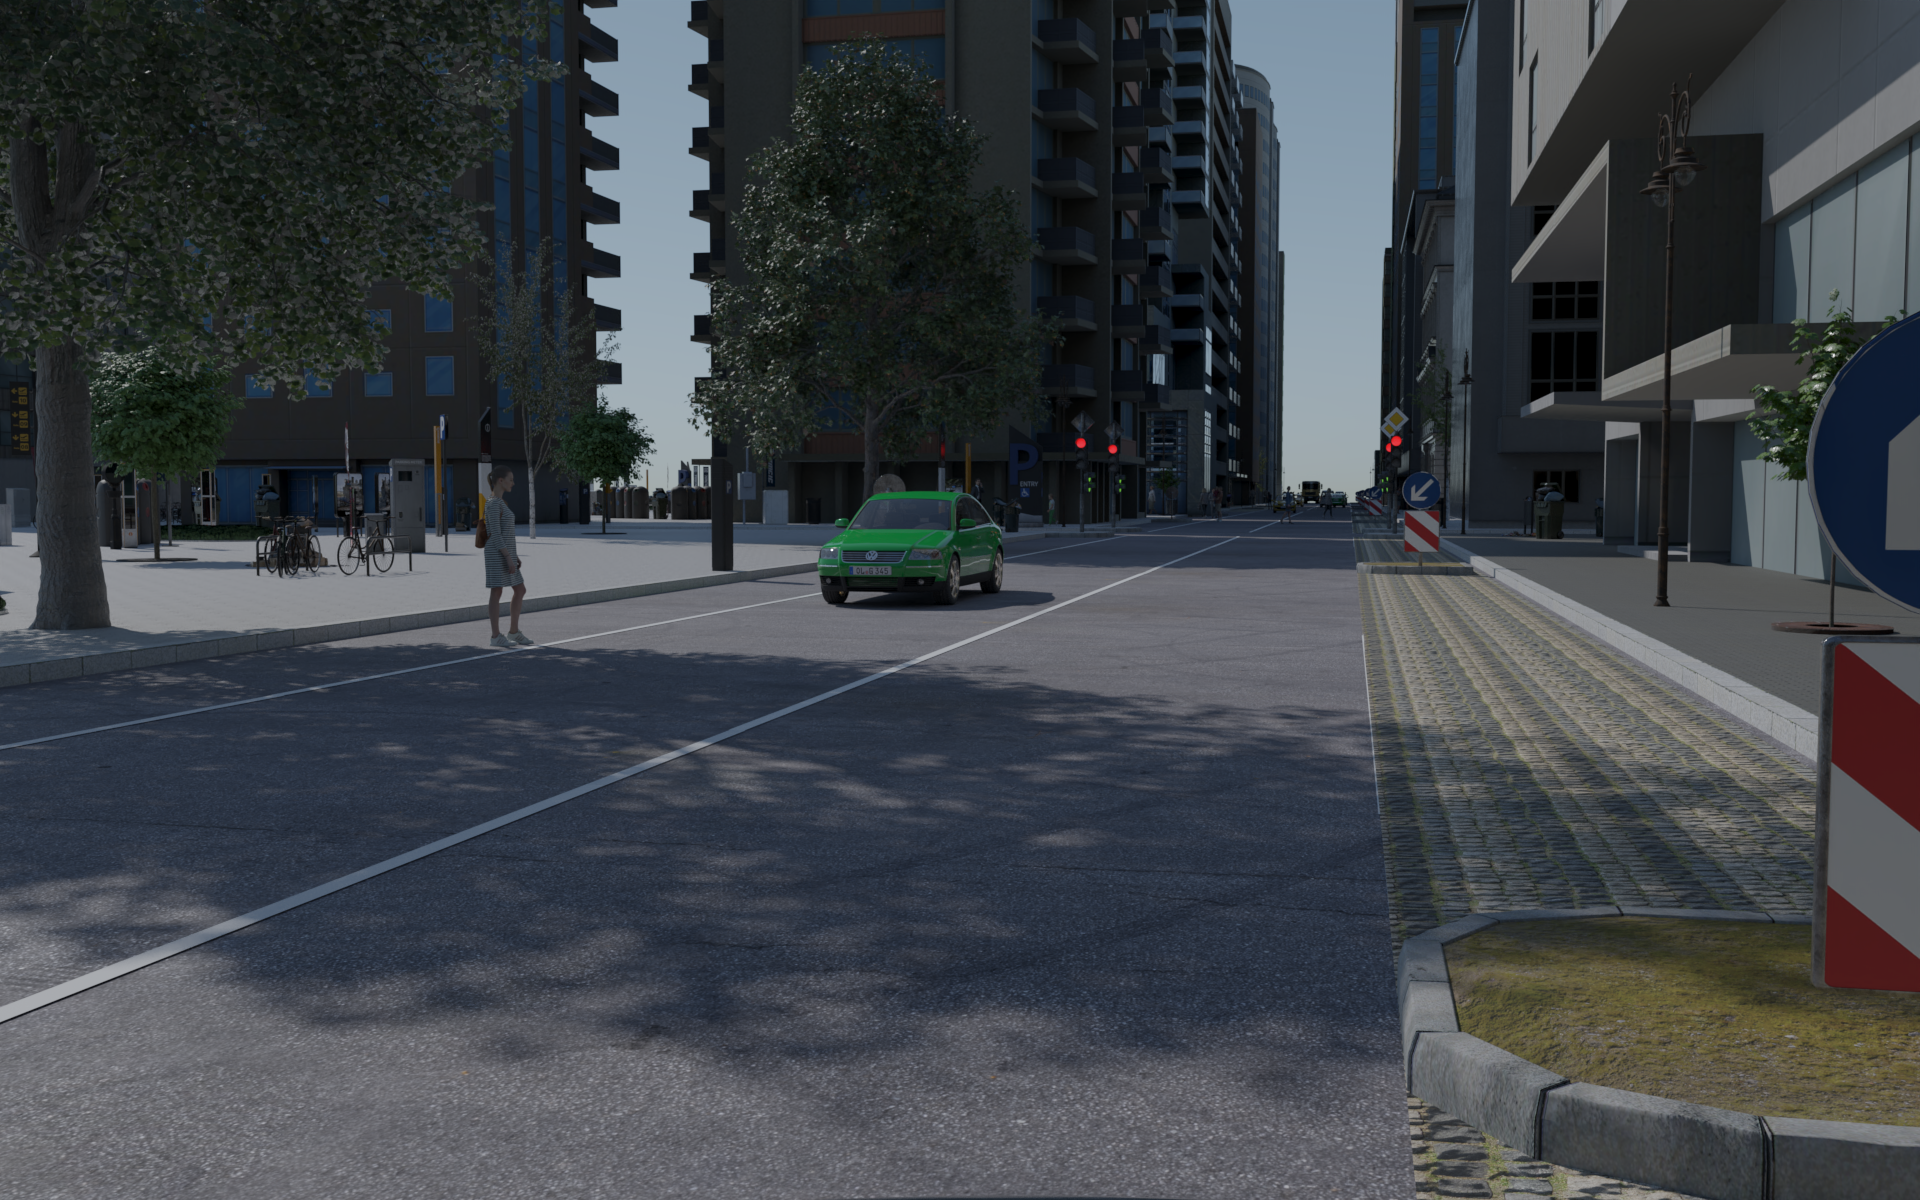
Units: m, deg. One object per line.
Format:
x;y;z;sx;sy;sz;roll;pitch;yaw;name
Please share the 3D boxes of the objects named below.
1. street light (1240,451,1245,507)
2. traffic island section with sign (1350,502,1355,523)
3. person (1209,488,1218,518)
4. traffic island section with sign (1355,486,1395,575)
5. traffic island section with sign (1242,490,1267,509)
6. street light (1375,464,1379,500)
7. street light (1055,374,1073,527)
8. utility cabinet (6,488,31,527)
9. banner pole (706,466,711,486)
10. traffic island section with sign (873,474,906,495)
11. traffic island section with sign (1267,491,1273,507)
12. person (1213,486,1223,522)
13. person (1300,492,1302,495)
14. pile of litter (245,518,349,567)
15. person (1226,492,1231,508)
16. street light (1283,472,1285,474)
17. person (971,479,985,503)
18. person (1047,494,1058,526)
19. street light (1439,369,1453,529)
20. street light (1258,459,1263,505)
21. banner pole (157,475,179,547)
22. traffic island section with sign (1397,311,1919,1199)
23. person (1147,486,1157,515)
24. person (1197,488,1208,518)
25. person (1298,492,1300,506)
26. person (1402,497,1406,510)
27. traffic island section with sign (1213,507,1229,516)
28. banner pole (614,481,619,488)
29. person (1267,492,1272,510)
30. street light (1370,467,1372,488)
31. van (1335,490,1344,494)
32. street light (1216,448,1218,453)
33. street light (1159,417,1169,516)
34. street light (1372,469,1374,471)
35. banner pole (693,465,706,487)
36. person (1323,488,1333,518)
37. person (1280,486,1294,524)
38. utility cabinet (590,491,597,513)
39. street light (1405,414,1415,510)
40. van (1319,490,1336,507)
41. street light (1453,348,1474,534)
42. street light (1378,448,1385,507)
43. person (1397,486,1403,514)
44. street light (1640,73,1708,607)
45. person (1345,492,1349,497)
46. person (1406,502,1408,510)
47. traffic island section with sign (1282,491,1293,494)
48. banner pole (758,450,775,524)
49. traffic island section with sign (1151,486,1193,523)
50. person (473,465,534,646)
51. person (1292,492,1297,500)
28.747;-12.469;176.651;0.468;5.910;1.993;1;4;13;street light
20.338;-4.689;85.288;1.989;1.847;2.006;1;4;13;traffic island section with sign
15.113;-5.765;102.957;0.606;1.804;0.583;-1;4;-19;person
8.238;-1.396;31.453;1.989;1.847;2.006;1;4;13;traffic island section with sign
27.485;-9.407;162.429;1.989;1.847;2.006;1;4;13;traffic island section with sign
50.951;-14.539;210.495;0.468;5.910;1.993;1;4;13;street light
4.024;-5.762;66.995;0.468;5.910;1.993;1;4;13;street light
-36.139;-3.536;66.499;0.318;1.500;1.173;0;4;-1;utility cabinet
-20.059;-9.046;137.923;0.863;3.779;0.401;-1;4;-20;banner pole
-1.459;-1.524;33.540;1.989;1.847;2.006;1;4;13;traffic island section with sign
33.518;-11.046;189.237;1.989;1.847;2.006;1;4;13;traffic island section with sign
13.457;-5.003;90.276;0.580;1.828;0.573;2;4;32;person
46.516;-13.849;235.754;0.721;1.723;1.217;1;4;14;person
-11.738;-1.020;30.649;1.719;0.858;1.176;1;4;14;pile of litter
24.216;-8.973;155.991;0.421;1.427;0.697;2;4;23;person
54.870;-19.609;293.398;0.468;5.910;1.993;1;4;13;street light
0.720;-3.901;69.190;0.474;1.900;0.648;1;4;17;person
3.688;-3.598;69.111;0.590;1.304;0.306;-2;4;-32;person
18.006;-5.591;64.196;0.468;5.910;1.993;1;4;13;street light
38.858;-15.274;222.516;0.468;5.910;1.993;1;4;13;street light
-19.301;-3.178;41.971;0.401;3.779;0.863;0;4;2;banner pole
2.134;0.265;4.294;1.989;1.847;2.006;1;4;13;traffic island section with sign
11.889;-6.150;106.817;0.641;1.798;0.478;-1;4;-10;person
14.287;-5.688;101.675;0.709;1.800;0.728;-1;4;-18;person
38.830;-11.518;198.290;0.593;1.643;0.415;-2;4;-31;person
35.424;-8.069;137.986;0.705;1.821;1.348;2;4;24;person
16.743;-6.481;114.589;1.989;1.847;2.006;1;4;13;traffic island section with sign
-28.699;-9.447;144.479;0.863;3.779;0.401;3;5;41;banner pole
28.638;-9.187;160.176;0.415;1.643;0.593;3;4;36;person
61.162;-17.358;256.589;0.468;5.910;1.993;1;4;13;street light
56.725;-15.408;258.931;2.013;2.044;4.112;1;4;12;van
20.796;-10.303;141.235;0.468;5.910;1.993;1;4;13;street light
12.041;-7.930;102.450;0.468;5.910;1.993;1;4;13;street light
53.201;-15.192;221.175;0.468;5.910;1.993;1;4;13;street light
-20.408;-8.843;134.600;0.863;3.779;0.401;2;4;33;banner pole
21.638;-5.701;101.890;0.728;1.800;0.709;-1;4;-18;person
15.684;-4.555;82.996;0.654;1.822;0.581;2;4;28;person
-23.717;-6.258;110.994;0.318;1.500;1.173;1;4;21;utility cabinet
26.081;-7.811;100.499;0.468;5.910;1.993;1;4;13;street light
39.648;-10.982;186.567;2.013;2.044;4.112;1;4;14;van
16.047;-5.031;55.050;0.468;5.910;1.993;1;4;13;street light
42.867;-12.374;175.108;0.468;5.910;1.993;1;4;13;street light
28.538;-6.486;112.445;0.532;1.782;0.716;3;5;42;person
8.025;-2.865;19.625;0.468;5.910;1.993;1;4;13;street light
55.828;-14.798;251.134;1.217;1.739;0.721;-1;4;-12;person
35.868;-7.942;139.127;0.697;1.427;0.421;-3;5;-40;person
51.768;-16.016;270.495;1.989;1.847;2.006;1;4;13;traffic island section with sign
-8.233;-5.139;74.040;0.863;3.779;0.401;-3;5;-40;banner pole
10.818;-4.866;88.192;1.989;1.847;2.006;1;4;13;traffic island section with sign
-4.320;-0.417;16.323;0.522;1.701;0.512;0;4;-7;person
36.644;-11.043;189.863;0.742;1.727;0.445;-3;4;-38;person
